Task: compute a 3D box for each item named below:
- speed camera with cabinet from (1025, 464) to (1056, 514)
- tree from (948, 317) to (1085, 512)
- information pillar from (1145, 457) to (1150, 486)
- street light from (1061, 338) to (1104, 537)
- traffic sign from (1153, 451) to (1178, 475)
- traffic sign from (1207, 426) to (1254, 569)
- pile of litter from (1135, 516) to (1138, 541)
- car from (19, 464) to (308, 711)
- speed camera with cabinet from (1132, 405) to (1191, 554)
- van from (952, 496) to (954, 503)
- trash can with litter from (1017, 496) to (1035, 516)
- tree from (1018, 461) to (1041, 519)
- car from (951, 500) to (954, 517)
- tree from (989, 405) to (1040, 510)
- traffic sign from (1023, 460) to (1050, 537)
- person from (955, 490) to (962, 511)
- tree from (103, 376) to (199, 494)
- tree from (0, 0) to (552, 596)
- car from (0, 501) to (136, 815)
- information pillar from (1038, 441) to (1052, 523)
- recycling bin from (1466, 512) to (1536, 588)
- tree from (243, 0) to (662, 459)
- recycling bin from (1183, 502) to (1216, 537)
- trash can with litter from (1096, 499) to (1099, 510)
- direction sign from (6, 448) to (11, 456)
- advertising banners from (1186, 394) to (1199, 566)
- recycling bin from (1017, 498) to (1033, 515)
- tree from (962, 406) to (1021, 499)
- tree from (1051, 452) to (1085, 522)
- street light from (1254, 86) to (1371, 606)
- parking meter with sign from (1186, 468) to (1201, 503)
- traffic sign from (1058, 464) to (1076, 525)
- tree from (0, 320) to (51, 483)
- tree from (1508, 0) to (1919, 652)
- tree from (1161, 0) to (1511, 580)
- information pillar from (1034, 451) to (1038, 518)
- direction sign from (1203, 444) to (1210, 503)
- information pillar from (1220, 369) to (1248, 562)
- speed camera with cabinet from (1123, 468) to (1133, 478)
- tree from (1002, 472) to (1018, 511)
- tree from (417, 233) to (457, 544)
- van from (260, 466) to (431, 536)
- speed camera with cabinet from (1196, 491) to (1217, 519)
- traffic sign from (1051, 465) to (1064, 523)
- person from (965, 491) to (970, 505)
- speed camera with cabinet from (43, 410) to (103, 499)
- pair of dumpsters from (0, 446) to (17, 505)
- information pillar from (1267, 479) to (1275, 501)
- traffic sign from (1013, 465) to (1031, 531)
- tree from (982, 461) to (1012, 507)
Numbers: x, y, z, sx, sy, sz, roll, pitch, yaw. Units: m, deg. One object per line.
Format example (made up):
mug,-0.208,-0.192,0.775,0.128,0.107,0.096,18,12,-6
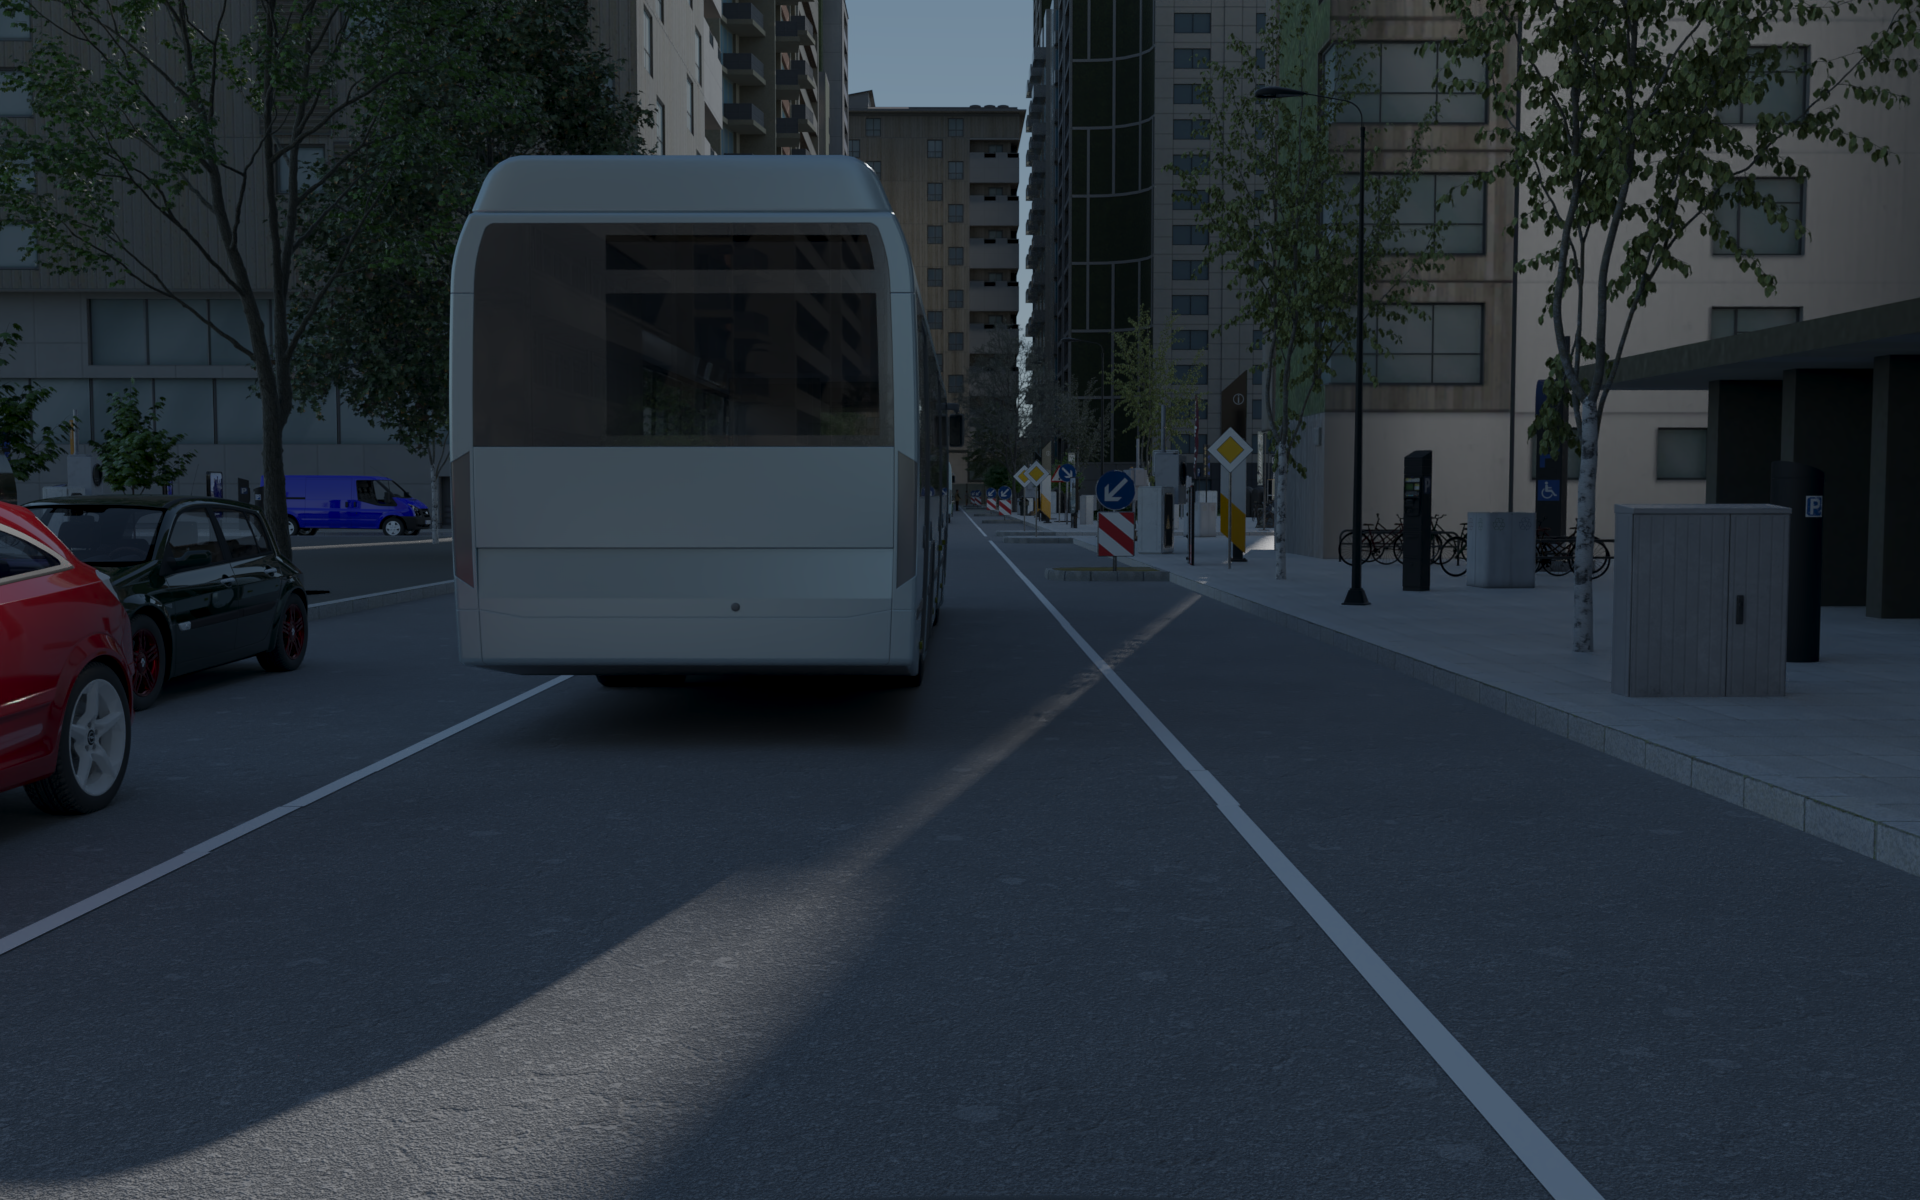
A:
speed camera with cabinet,5.292,-7.308,113.822,2.038,3.252,0.660,0,4,1
tree,3.673,-12.883,121.014,12.009,13.543,11.850,0,3,0
information pillar,11.975,-7.297,110.661,0.183,3.616,0.504,2,4,33
street light,3.700,-4.838,51.638,1.470,5.913,1.316,0,4,0
traffic sign,4.785,-2.337,40.334,0.606,2.300,0.079,0,4,2
traffic sign,4.625,-1.743,29.684,0.795,2.450,0.064,1,4,8
pile of litter,4.838,-2.062,47.675,1.176,0.858,1.719,2,4,35
car,-6.232,-0.175,12.640,2.009,1.686,4.222,0,3,0
speed camera with cabinet,4.433,-2.659,37.808,0.660,3.252,2.038,1,4,22
van,-1.680,-11.037,187.466,2.013,2.044,4.112,0,4,-2
trash can with litter,3.934,-5.522,101.664,1.055,1.170,0.624,-2,4,-30
tree,4.264,-5.696,87.723,1.663,3.219,1.824,0,3,0
car,-1.395,-6.039,110.536,2.131,1.459,4.920,0,4,-2
tree,4.266,-11.393,136.642,4.360,8.622,3.978,0,3,0
traffic sign,2.275,-2.938,51.678,0.795,2.450,0.064,0,4,0
person,-0.199,-8.383,145.651,0.705,1.812,1.348,-1,4,-21
tree,-13.531,-2.061,28.301,1.663,3.219,1.824,0,3,0
tree,-8.784,-5.880,21.893,9.928,11.665,9.643,0,3,0
car,-4.739,0.166,6.330,2.155,1.783,4.494,0,4,-1
information pillar,3.779,-5.173,75.927,0.504,3.616,0.183,-2,4,-31
recycling bin,7.466,-0.694,23.906,0.722,1.027,0.722,0,4,-5
tree,-9.523,-7.226,35.159,9.611,12.733,9.660,0,3,0
recycling bin,7.166,-2.396,51.734,0.722,1.027,0.722,-3,4,-38
trash can with litter,9.687,-7.075,127.058,1.055,1.170,0.624,-1,4,-13
direction sign,-32.731,-4.089,58.855,0.876,3.537,0.379,-2,4,-33
advertising banners,4.192,-2.144,31.240,0.090,3.025,2.074,0,4,4
recycling bin,4.003,-5.735,106.319,0.722,1.027,0.722,-3,5,-44
tree,4.018,-18.015,212.673,7.486,12.596,7.792,0,3,0
tree,4.946,-5.180,79.288,1.663,3.219,1.824,0,3,0
street light,4.055,-2.897,19.915,1.470,5.913,1.316,0,4,0
parking meter with sign,15.311,-7.359,116.572,1.738,3.016,0.543,-1,4,-11
traffic sign,4.505,-4.449,72.851,0.768,2.556,0.104,0,4,1
tree,-9.351,-1.315,16.094,1.663,3.219,1.824,0,3,0
tree,5.310,-3.887,13.918,4.737,8.622,4.395,0,3,0
tree,5.062,-4.616,25.833,4.737,8.622,4.395,0,3,0
information pillar,4.290,-6.309,94.503,0.504,3.616,0.183,2,4,34
direction sign,11.271,-5.334,79.209,0.379,3.537,0.876,2,4,27
information pillar,5.185,-2.531,32.729,0.504,3.616,0.183,1,4,18
speed camera with cabinet,6.903,-4.168,62.484,2.038,3.252,0.660,-2,4,-25
tree,4.095,-8.292,130.178,1.663,3.219,1.824,0,3,0
tree,-13.349,-5.754,44.443,4.737,8.622,4.395,0,3,0
van,-19.907,-3.172,56.253,5.245,2.365,2.240,0,4,-1
speed camera with cabinet,12.012,-5.729,88.007,2.038,3.252,0.660,-1,4,-10
traffic sign,4.437,-4.729,77.316,0.884,2.594,0.081,0,4,5
person,0.794,-11.369,194.385,0.705,1.824,1.348,2,4,23
speed camera with cabinet,-20.445,-2.790,39.950,0.660,3.252,2.038,0,4,-5
pair of dumpsters,-8.400,-0.577,11.921,1.574,2.255,4.437,0,4,0
information pillar,15.493,-4.994,86.145,0.304,2.012,0.304,3,5,41
traffic sign,2.220,-3.426,59.663,0.795,2.450,0.064,0,4,0
tree,3.876,-11.591,173.219,4.285,4.588,4.351,0,3,0
